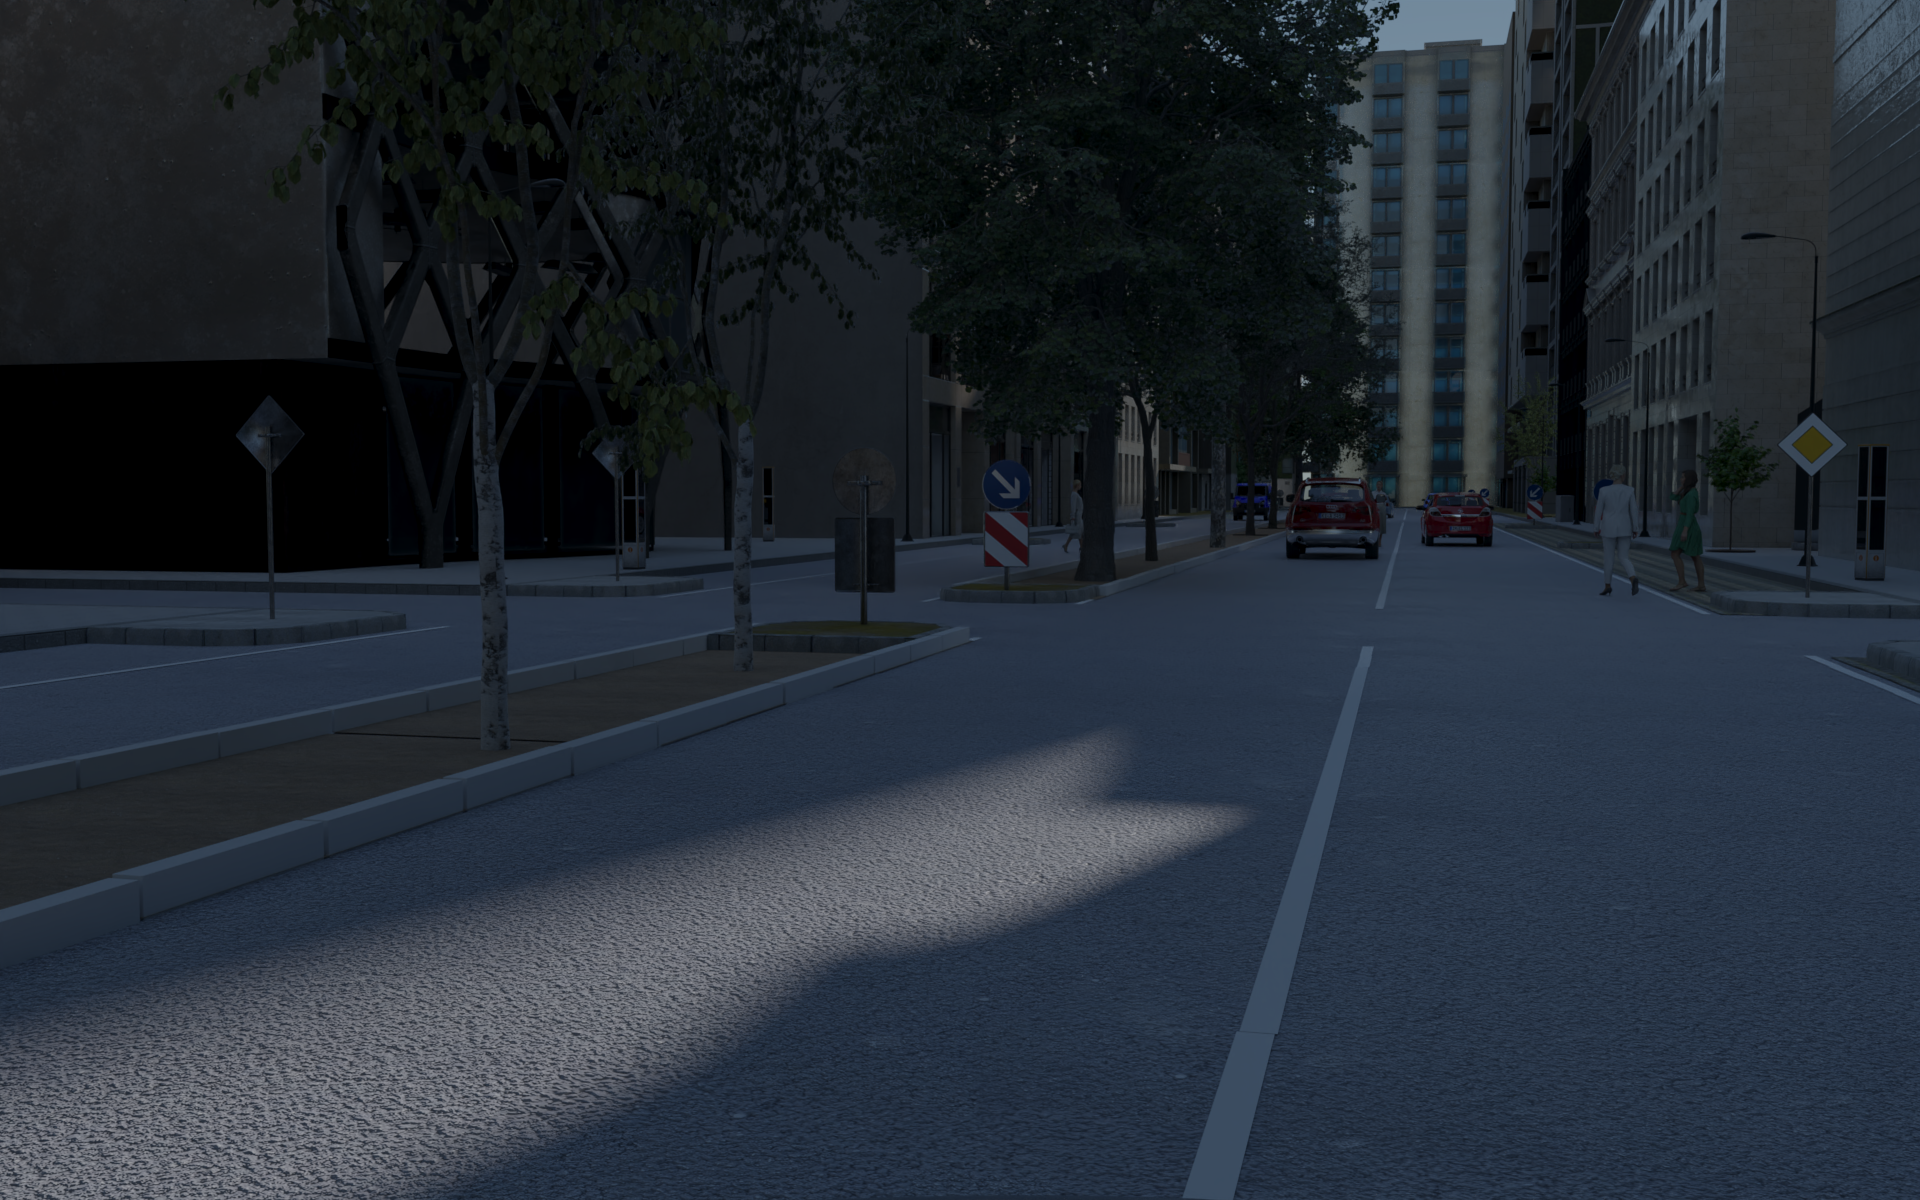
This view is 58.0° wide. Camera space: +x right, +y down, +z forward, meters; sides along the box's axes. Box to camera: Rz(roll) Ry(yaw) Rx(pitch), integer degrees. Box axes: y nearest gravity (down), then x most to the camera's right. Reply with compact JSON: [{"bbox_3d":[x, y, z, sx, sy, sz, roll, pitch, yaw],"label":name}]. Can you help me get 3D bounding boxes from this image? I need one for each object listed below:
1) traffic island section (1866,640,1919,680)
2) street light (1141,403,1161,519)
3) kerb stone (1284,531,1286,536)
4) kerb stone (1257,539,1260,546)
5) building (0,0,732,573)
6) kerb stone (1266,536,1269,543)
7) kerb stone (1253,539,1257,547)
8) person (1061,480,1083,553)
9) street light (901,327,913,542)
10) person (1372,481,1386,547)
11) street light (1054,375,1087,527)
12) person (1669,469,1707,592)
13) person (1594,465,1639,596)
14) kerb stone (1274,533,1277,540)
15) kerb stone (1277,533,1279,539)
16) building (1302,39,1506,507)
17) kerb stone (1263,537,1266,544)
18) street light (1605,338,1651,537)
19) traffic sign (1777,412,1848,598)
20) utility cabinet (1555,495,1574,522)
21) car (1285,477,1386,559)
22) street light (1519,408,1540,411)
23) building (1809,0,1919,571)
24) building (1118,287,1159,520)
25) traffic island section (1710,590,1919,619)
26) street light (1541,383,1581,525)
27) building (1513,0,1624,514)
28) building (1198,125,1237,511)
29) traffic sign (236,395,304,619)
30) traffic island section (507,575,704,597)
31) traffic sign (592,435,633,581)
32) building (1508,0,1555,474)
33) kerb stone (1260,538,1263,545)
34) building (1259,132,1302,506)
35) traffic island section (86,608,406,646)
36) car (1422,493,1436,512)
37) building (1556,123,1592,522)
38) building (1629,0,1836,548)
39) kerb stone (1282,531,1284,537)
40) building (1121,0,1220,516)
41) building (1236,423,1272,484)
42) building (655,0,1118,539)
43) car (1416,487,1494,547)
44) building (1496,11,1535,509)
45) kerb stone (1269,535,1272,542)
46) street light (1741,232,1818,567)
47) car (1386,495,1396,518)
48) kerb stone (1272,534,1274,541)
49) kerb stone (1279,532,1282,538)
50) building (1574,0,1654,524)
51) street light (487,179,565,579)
[{"bbox_3d":[8.499,0.524,13.719,2.009,0.180,2.903,1,4,15],"label":"traffic island section"},{"bbox_3d":[9.908,-7.072,88.160,1.470,5.913,1.316,1,4,15],"label":"street light"},{"bbox_3d":[10.645,-2.151,57.447,0.120,0.150,1.000,1,4,15],"label":"kerb stone"},{"bbox_3d":[8.059,-1.544,47.519,0.120,0.150,1.000,1,4,15],"label":"kerb stone"},{"bbox_3d":[-13.819,-10.360,36.832,16.820,18.784,16.811,1,4,15],"label":"building"},{"bbox_3d":[8.840,-1.729,50.495,0.120,0.150,1.000,1,4,15],"label":"kerb stone"},{"bbox_3d":[7.802,-1.488,46.526,0.120,0.150,1.000,1,4,15],"label":"kerb stone"},{"bbox_3d":[2.796,-2.032,42.070,0.624,1.780,0.694,1,4,18],"label":"person"},{"bbox_3d":[-0.903,-4.526,46.547,1.470,5.913,1.316,1,4,15],"label":"street light"},{"bbox_3d":[11.385,-2.353,47.193,0.478,1.798,0.641,1,4,16],"label":"person"},{"bbox_3d":[4.398,-5.799,67.360,1.470,5.913,1.316,1,4,15],"label":"street light"},{"bbox_3d":[10.617,-1.007,25.213,0.529,1.795,0.600,1,4,14],"label":"person"},{"bbox_3d":[9.200,-0.967,24.194,0.514,1.842,0.818,0,4,-7],"label":"person"},{"bbox_3d":[9.611,-1.913,53.472,0.120,0.150,1.000,1,4,15],"label":"kerb stone"},{"bbox_3d":[9.868,-1.973,54.462,0.120,0.150,1.000,1,4,15],"label":"kerb stone"},{"bbox_3d":[52.364,-34.637,185.920,30.456,49.044,23.786,1,4,15],"label":"building"},{"bbox_3d":[8.581,-1.666,49.506,0.120,0.150,1.000,1,4,15],"label":"kerb stone"},{"bbox_3d":[19.883,-4.835,51.588,1.470,5.913,1.316,1,4,15],"label":"street light"},{"bbox_3d":[10.488,-1.085,21.376,0.795,2.450,0.064,1,4,15],"label":"traffic sign"},{"bbox_3d":[27.684,-4.165,79.267,1.020,1.237,0.306,-3,4,-37],"label":"utility cabinet"},{"bbox_3d":[8.617,-1.907,39.846,2.281,1.827,5.304,1,4,14],"label":"car"},{"bbox_3d":[30.825,-7.387,93.325,1.470,5.913,1.316,1,4,15],"label":"street light"},{"bbox_3d":[36.572,-15.024,22.051,44.131,29.872,17.030,1,4,15],"label":"building"},{"bbox_3d":[4.183,-14.483,91.547,10.420,20.320,16.860,1,4,15],"label":"building"},{"bbox_3d":[10.512,0.051,21.447,2.009,0.180,2.903,1,4,15],"label":"traffic island section"},{"bbox_3d":[25.330,-6.118,72.563,1.470,5.913,1.316,1,4,15],"label":"street light"},{"bbox_3d":[47.677,-41.198,111.837,20.563,71.187,20.611,1,4,15],"label":"building"},{"bbox_3d":[13.979,-22.223,135.044,14.160,30.474,14.107,1,4,15],"label":"building"},{"bbox_3d":[-7.049,-0.860,17.699,0.795,2.450,0.064,1,4,15],"label":"traffic sign"},{"bbox_3d":[-5.060,-0.197,25.494,2.009,0.180,2.903,1,4,15],"label":"traffic island section"},{"bbox_3d":[-5.035,-1.332,25.427,0.795,2.450,0.064,1,4,15],"label":"traffic sign"},{"bbox_3d":[57.805,-33.389,135.147,28.713,52.752,27.495,1,4,15],"label":"building"},{"bbox_3d":[8.316,-1.609,48.508,0.120,0.150,1.000,1,4,15],"label":"kerb stone"},{"bbox_3d":[29.725,-30.825,187.586,14.086,41.232,14.154,1,4,15],"label":"building"},{"bbox_3d":[-7.073,0.276,17.766,2.009,0.180,2.903,1,4,15],"label":"traffic island section"},{"bbox_3d":[31.764,-6.472,115.414,1.945,1.707,3.694,1,4,14],"label":"car"},{"bbox_3d":[36.097,-15.528,83.564,12.332,23.373,15.834,1,4,15],"label":"building"},{"bbox_3d":[25.200,-11.806,47.776,10.420,20.320,16.860,1,4,15],"label":"building"},{"bbox_3d":[10.387,-2.095,56.455,0.120,0.150,1.000,1,4,15],"label":"kerb stone"},{"bbox_3d":[5.321,-28.139,114.695,22.147,44.769,28.867,1,4,15],"label":"building"},{"bbox_3d":[13.878,-19.501,163.880,28.899,21.520,27.650,1,4,15],"label":"building"},{"bbox_3d":[-6.075,-16.086,67.522,19.350,26.468,34.151,1,4,15],"label":"building"},{"bbox_3d":[13.979,-2.434,48.831,2.155,1.783,4.494,1,4,13],"label":"car"},{"bbox_3d":[56.672,-31.031,157.473,14.600,45.320,14.200,1,4,15],"label":"building"},{"bbox_3d":[9.093,-1.790,51.486,0.120,0.150,1.000,1,4,15],"label":"kerb stone"},{"bbox_3d":[14.555,-3.562,30.782,1.470,5.913,1.316,1,4,15],"label":"street light"},{"bbox_3d":[25.018,-5.605,103.637,2.014,1.417,4.499,1,4,16],"label":"car"},{"bbox_3d":[9.353,-1.846,52.475,0.120,0.150,1.000,1,4,15],"label":"kerb stone"},{"bbox_3d":[10.126,-2.033,55.463,0.120,0.150,1.000,1,4,15],"label":"kerb stone"},{"bbox_3d":[30.313,-14.057,65.981,11.583,22.565,21.152,1,4,15],"label":"building"},{"bbox_3d":[-6.492,-3.258,25.809,1.470,5.913,1.316,1,4,15],"label":"street light"}]
